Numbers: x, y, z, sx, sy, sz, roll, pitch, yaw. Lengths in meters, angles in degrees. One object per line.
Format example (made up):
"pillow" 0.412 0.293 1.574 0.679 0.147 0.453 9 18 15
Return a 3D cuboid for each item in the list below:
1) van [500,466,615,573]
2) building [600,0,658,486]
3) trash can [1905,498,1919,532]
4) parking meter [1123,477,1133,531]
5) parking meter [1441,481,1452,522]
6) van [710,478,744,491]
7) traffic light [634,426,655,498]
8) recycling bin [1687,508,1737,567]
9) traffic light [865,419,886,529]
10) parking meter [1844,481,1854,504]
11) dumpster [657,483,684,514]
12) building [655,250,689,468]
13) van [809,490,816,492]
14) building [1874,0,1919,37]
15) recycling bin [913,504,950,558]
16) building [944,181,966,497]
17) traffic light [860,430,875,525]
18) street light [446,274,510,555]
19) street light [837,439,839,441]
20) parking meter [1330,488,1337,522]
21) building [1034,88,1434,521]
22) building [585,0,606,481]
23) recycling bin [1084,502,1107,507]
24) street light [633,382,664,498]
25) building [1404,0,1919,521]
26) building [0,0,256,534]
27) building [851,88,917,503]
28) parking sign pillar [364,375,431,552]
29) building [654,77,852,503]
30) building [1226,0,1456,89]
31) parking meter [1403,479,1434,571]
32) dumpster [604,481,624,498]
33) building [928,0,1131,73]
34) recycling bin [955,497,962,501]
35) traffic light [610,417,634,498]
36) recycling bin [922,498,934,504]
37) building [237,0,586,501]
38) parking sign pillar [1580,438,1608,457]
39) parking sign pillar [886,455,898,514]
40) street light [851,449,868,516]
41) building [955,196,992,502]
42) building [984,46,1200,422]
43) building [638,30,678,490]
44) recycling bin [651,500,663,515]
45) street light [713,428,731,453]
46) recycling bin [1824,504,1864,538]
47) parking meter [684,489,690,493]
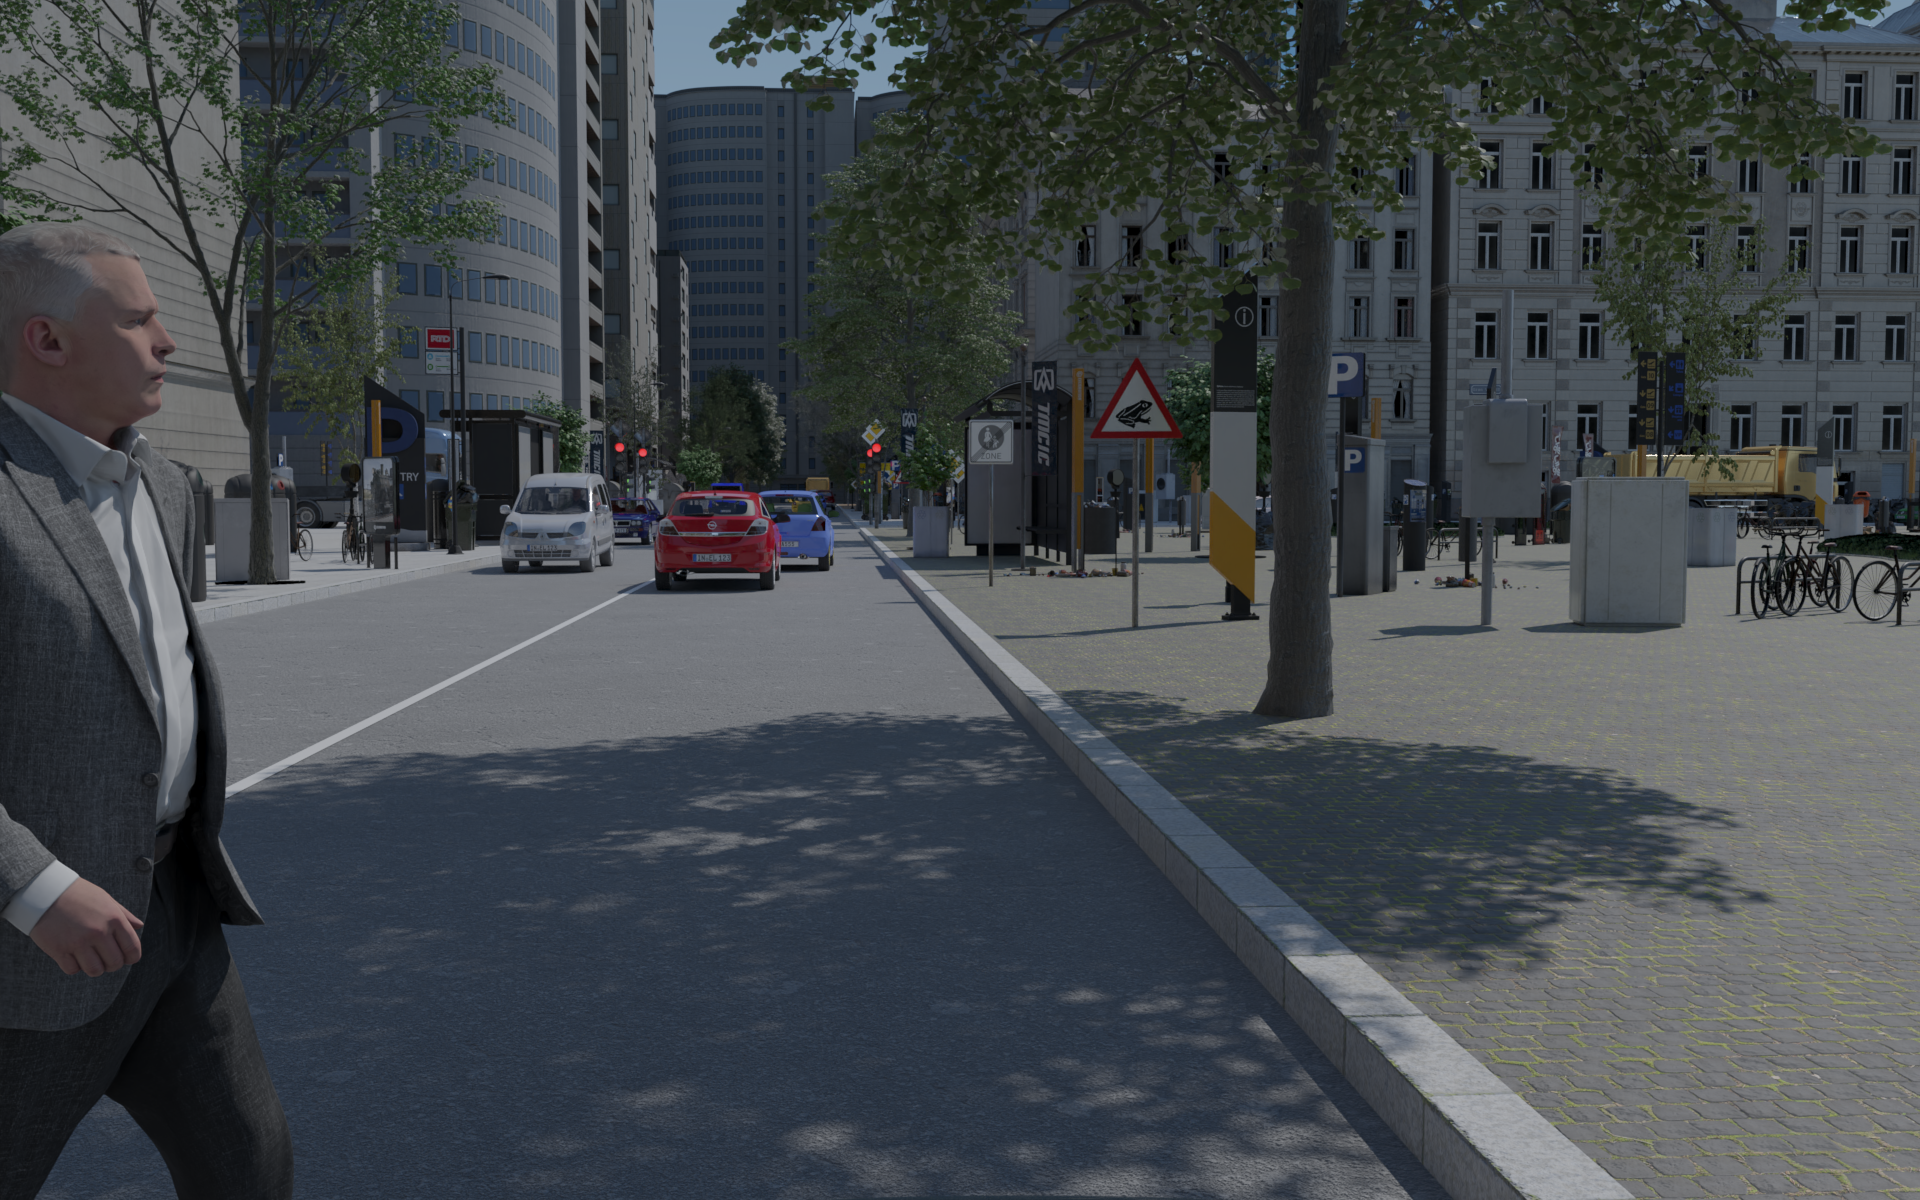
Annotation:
"van" -7.623 -1.589 32.988 2.013 2.044 4.112 0 4 -4
"building" -42.217 -34.767 157.682 28.713 52.752 27.495 0 4 -4
"trash can" 32.048 -2.834 57.987 0.748 1.137 0.748 0 3 0
"parking meter" 5.930 -3.356 60.584 0.399 1.863 0.255 -1 4 -22
"parking meter" 21.450 -4.323 76.389 0.255 1.863 0.399 -2 4 -27
"van" -12.828 -5.565 95.377 2.240 2.365 5.245 0 4 -6
"traffic light" -13.012 -5.043 71.378 0.839 4.253 0.868 0 4 -4
"recycling bin" 13.358 -1.127 30.973 0.722 1.027 0.722 -2 4 -26
"traffic light" -3.114 -4.601 64.148 0.839 4.253 0.868 0 4 -4
"parking meter" 41.124 -4.554 80.166 0.255 1.863 0.399 0 4 -2
"dumpster" -14.683 -5.025 87.909 1.264 1.857 1.865 0 4 -5
"building" -39.372 -26.518 205.270 14.107 30.474 14.160 0 4 -4
"van" -14.148 -9.943 169.584 2.013 2.044 4.112 0 4 -5
"building" 57.135 -18.609 90.169 20.117 28.700 13.634 0 4 -4
"recycling bin" -0.574 -1.378 35.078 0.722 1.027 0.722 0 4 2
"building" 5.440 -23.542 156.615 14.160 30.474 14.107 0 4 -4
"traffic light" -3.729 -5.088 72.109 0.839 4.253 0.868 0 4 -4
"street light" -10.193 -3.923 36.676 1.470 5.913 1.316 0 4 -4
"street light" -9.689 -10.672 147.020 1.470 5.913 1.316 0 4 -4
"parking meter" 13.111 -3.190 60.574 0.372 1.533 0.369 0 3 0
"building" 13.009 -14.449 85.385 18.267 20.994 9.793 0 4 -4
"building" -39.056 -30.995 130.478 21.300 48.544 21.600 0 4 -4
"recycling bin" 4.104 -2.486 53.193 0.722 1.027 0.722 1 4 13
"street light" -13.003 -6.093 72.166 1.470 5.913 1.316 0 4 -4
"building" 34.634 -17.777 87.910 25.104 27.353 12.463 0 4 -4
"building" -42.772 -16.330 43.414 44.131 29.872 17.030 0 4 -4
"building" -0.842 -43.231 248.823 28.212 58.520 21.231 0 4 -4
"parking sign pillar" -12.738 -3.095 39.081 1.447 3.967 1.447 -1 4 -14
"building" -29.220 -43.143 247.391 28.212 58.520 21.231 0 4 -4
"building" 45.580 -54.670 206.518 31.000 86.520 22.319 0 4 -4
"parking meter" 7.608 -1.258 28.980 0.372 1.533 0.369 0 3 0
"dumpster" -15.496 -4.308 76.187 1.264 1.857 1.865 0 4 -4
"building" 7.179 -38.874 177.595 21.231 58.520 28.212 0 4 -4
"recycling bin" -0.322 -7.138 129.265 0.722 1.027 0.722 -3 5 -41
"traffic light" -12.396 -4.556 63.417 0.839 4.253 0.868 0 4 -4
"recycling bin" -2.339 -6.767 123.187 0.722 1.027 0.722 2 4 31
"building" -32.496 -33.643 92.067 21.231 58.520 28.212 0 4 -4
"parking sign pillar" 28.261 -5.429 77.230 1.447 3.967 1.447 -3 4 -36
"parking sign pillar" -4.729 -7.642 113.412 1.447 3.967 1.447 -3 4 -36
"street light" -5.888 -7.712 98.626 1.470 5.913 1.316 0 4 -4
"building" 6.196 -20.698 135.670 12.463 27.353 25.104 0 4 -4
"building" 9.187 -19.804 111.185 14.401 28.519 23.554 0 4 -4
"building" -40.536 -45.460 181.528 20.563 71.187 20.611 0 4 -4
"recycling bin" -13.638 -3.968 77.423 0.722 1.027 0.722 -1 4 -9
"street light" -16.708 -9.092 121.201 1.470 5.913 1.316 0 4 -4
"recycling bin" 21.383 -1.795 41.908 0.722 1.027 0.722 3 4 39
"parking meter" -15.717 -5.758 99.854 0.255 1.863 0.399 1 4 12
